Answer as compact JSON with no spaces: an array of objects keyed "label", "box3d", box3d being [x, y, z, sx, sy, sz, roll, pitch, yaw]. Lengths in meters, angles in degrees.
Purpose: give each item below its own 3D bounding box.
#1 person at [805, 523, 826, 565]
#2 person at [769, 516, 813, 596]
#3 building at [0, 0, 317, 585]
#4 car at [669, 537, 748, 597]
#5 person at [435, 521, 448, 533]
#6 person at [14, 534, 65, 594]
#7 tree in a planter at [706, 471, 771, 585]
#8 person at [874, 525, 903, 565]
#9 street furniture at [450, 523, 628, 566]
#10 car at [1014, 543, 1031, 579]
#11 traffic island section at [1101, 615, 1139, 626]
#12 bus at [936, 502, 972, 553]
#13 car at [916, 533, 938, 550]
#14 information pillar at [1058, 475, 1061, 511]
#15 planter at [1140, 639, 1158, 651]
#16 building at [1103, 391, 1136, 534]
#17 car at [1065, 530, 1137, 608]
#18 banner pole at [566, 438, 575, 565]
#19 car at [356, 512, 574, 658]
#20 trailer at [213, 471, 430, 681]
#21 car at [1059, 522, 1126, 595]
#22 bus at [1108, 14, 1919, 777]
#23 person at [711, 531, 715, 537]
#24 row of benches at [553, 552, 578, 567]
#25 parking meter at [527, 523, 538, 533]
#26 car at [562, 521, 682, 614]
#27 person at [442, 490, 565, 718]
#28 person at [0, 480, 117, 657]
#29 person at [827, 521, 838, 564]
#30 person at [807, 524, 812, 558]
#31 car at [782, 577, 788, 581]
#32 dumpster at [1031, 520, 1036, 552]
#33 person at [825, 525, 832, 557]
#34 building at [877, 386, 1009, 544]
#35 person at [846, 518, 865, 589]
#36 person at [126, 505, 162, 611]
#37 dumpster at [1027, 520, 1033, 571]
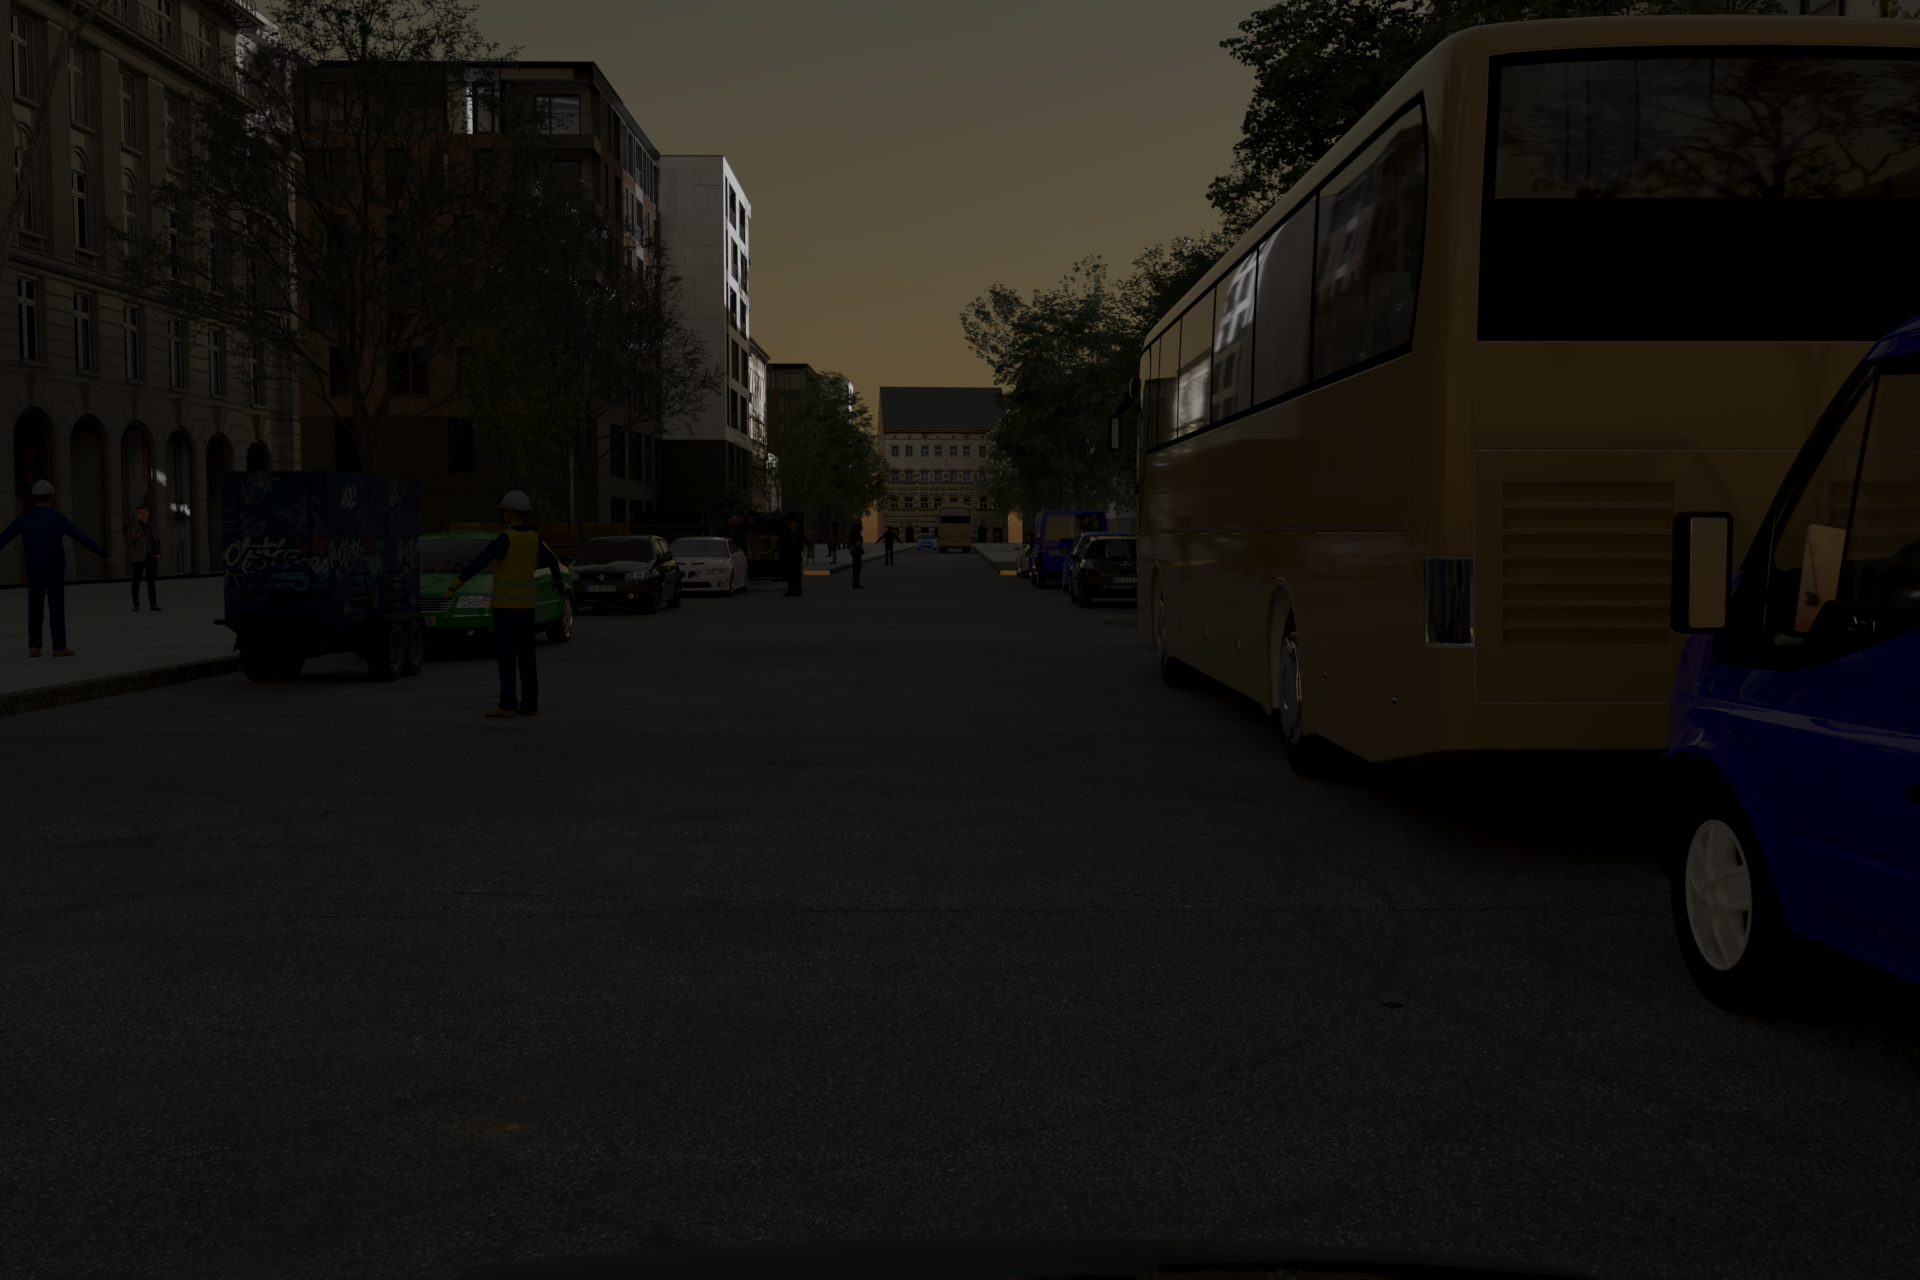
[{"label":"person","box3d":[-6.191,-3.981,71.894,1.217,1.733,0.721,-1,4,-13]},{"label":"person","box3d":[-3.847,-1.925,39.873,1.347,1.837,0.705,3,4,37]},{"label":"building","box3d":[-27.943,-12.565,46.102,13.314,22.015,24.055,0,3,0]},{"label":"car","box3d":[-6.120,-1.753,41.021,2.083,1.381,4.827,0,4,0]},{"label":"person","box3d":[-18.695,-3.428,62.765,0.721,1.740,1.216,3,5,43]},{"label":"person","box3d":[-19.826,-1.884,37.262,1.216,1.778,0.721,1,4,11]},{"label":"tree in a planter","box3d":[-6.429,-3.185,49.301,1.991,3.239,1.994,0,4,0]},{"label":"person","box3d":[-3.253,-4.341,79.360,1.347,1.837,0.705,-1,4,-13]},{"label":"street furniture","box3d":[-16.689,-3.907,70.727,11.010,1.723,9.812,3,4,36]},{"label":"car","box3d":[2.850,-2.736,57.095,2.083,1.381,4.827,0,4,-1]},{"label":"traffic island section","box3d":[3.294,-0.303,27.828,1.991,0.108,1.994,0,4,0]},{"label":"bus","box3d":[-0.432,-8.668,133.275,2.896,3.916,12.252,0,4,-1]},{"label":"car","box3d":[-2.882,-8.773,153.027,1.945,1.707,3.694,0,3,0]},{"label":"information pillar","box3d":[3.966,-4.746,68.953,0.183,3.616,0.504,0,4,0]},{"label":"planter","box3d":[3.302,-0.039,21.780,1.991,0.319,1.994,0,4,0]},{"label":"building","box3d":[21.384,-20.757,195.792,16.016,20.090,11.380,0,3,0]},{"label":"car","box3d":[3.158,-1.537,34.915,2.009,1.686,4.222,0,4,0]},{"label":"banner pole","box3d":[-10.186,-3.385,45.360,0.401,3.779,0.863,0,3,0]},{"label":"car","box3d":[-6.054,-0.774,21.455,1.959,1.807,4.718,0,4,0]},{"label":"trailer","box3d":[-6.198,-0.574,16.431,1.471,1.999,3.904,0,3,0]},{"label":"car","box3d":[3.357,-1.942,41.344,1.945,1.707,3.694,0,4,0]},{"label":"bus","box3d":[3.126,-1.314,13.029,2.896,3.916,12.252,0,4,0]},{"label":"person","box3d":[-10.854,-4.062,75.674,0.991,1.433,0.599,-2,4,-28]},{"label":"row of benches","box3d":[-15.009,-2.849,62.042,4.104,0.672,1.422,1,4,18]},{"label":"parking meter","box3d":[-9.984,-1.947,40.240,0.372,1.533,0.369,0,3,0]},{"label":"car","box3d":[-6.277,-1.373,32.237,2.009,1.686,4.222,0,4,0]},{"label":"person","box3d":[-3.560,-0.289,13.655,0.721,1.772,1.216,2,4,33]},{"label":"person","box3d":[-9.564,-0.749,18.130,1.347,1.842,0.705,0,4,-7]},{"label":"person","box3d":[-5.435,-4.171,74.335,0.704,1.843,1.345,1,4,9]},{"label":"person","box3d":[-7.962,-5.216,91.460,0.705,1.806,1.347,0,4,-4]},{"label":"car","box3d":[-6.037,-2.771,54.104,1.959,1.807,4.718,0,3,0]},{"label":"dumpster","box3d":[3.066,-2.658,51.669,1.865,1.857,1.264,0,3,0]},{"label":"person","box3d":[-7.427,-5.622,98.053,0.705,1.813,1.348,-1,4,-14]},{"label":"building","box3d":[-2.834,-25.902,256.883,18.063,23.208,19.493,0,4,-5]},{"label":"person","box3d":[-2.680,-2.277,45.470,0.705,1.856,1.354,0,4,-8]},{"label":"person","box3d":[-13.447,-1.350,28.651,0.617,1.759,0.750,-3,5,-40]},{"label":"dumpster","box3d":[3.024,-2.790,53.837,1.865,1.857,1.264,0,4,0]}]
